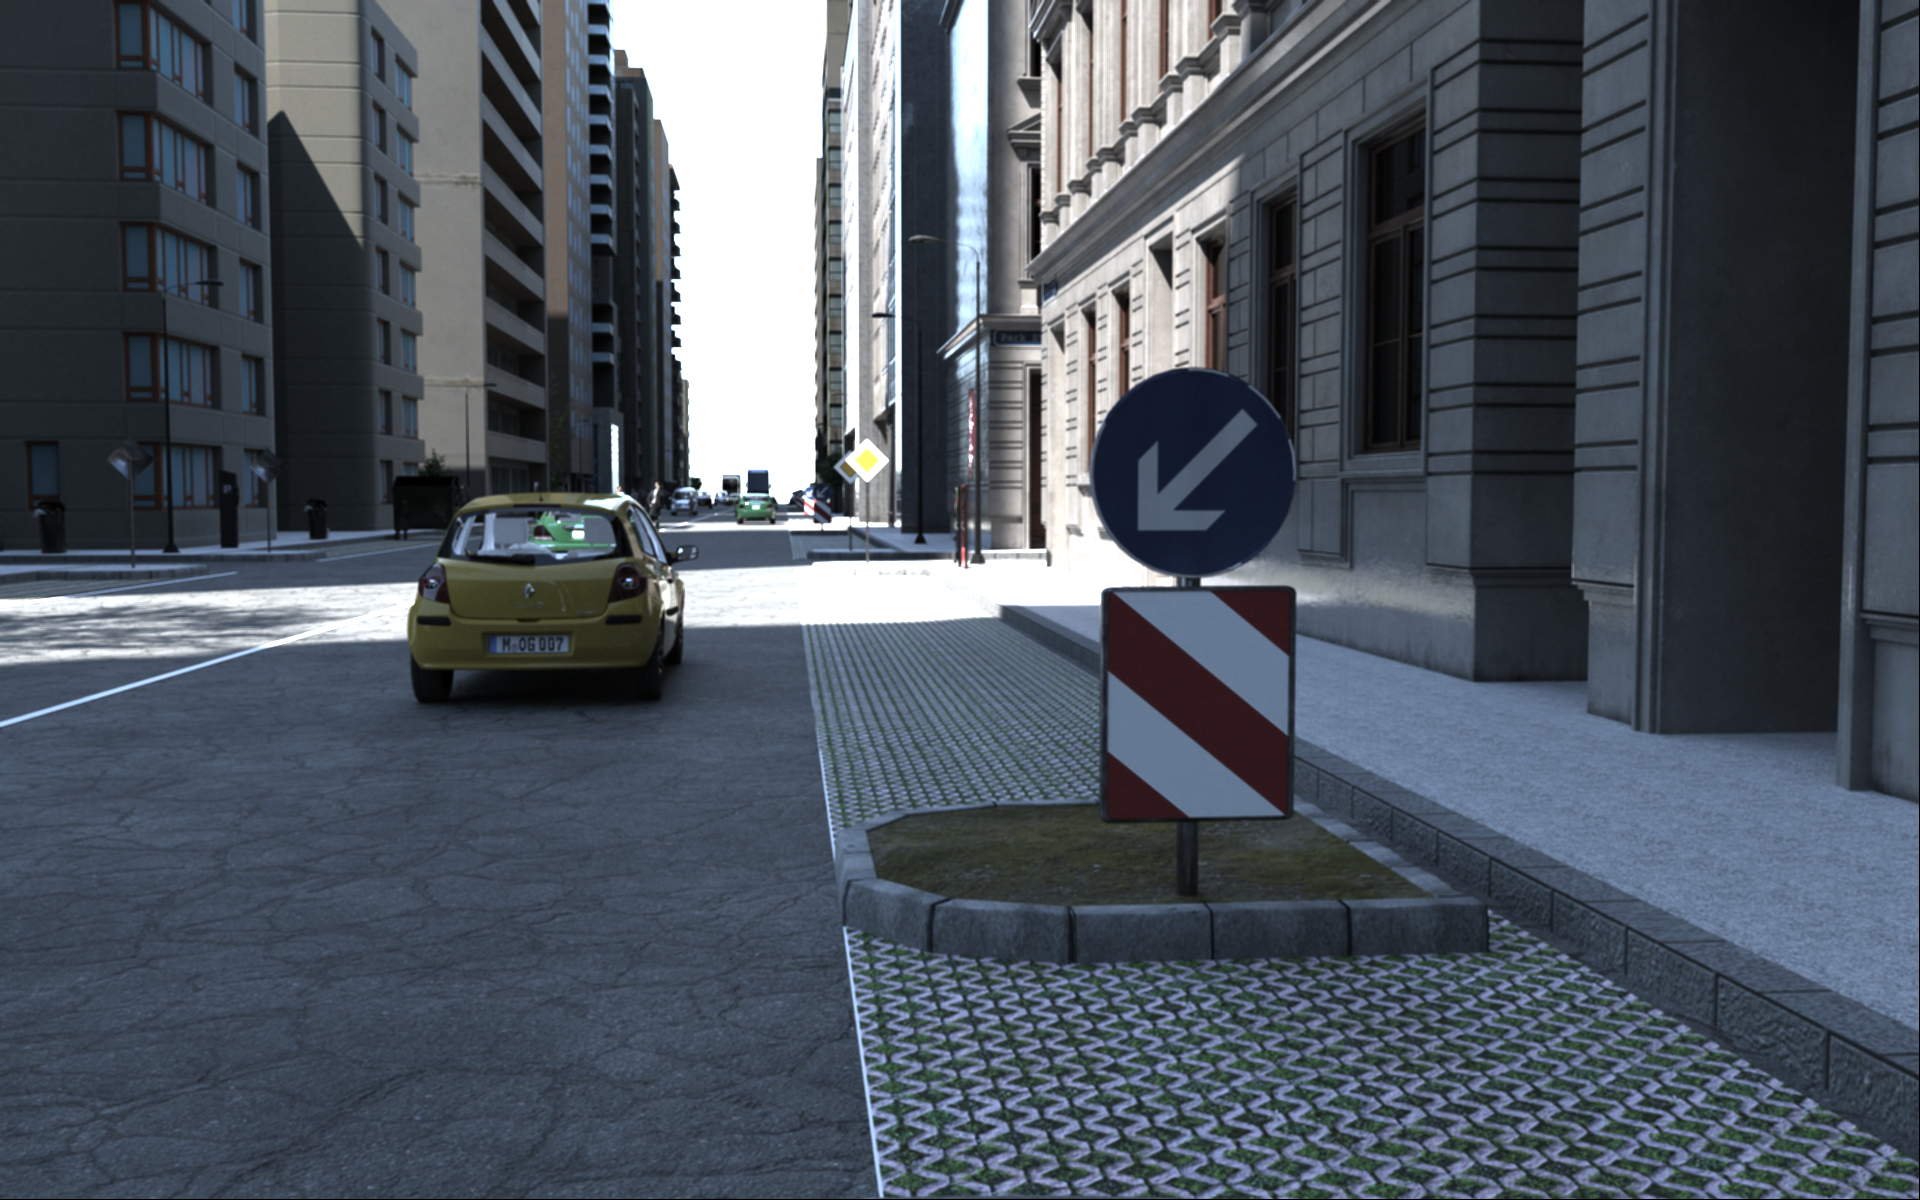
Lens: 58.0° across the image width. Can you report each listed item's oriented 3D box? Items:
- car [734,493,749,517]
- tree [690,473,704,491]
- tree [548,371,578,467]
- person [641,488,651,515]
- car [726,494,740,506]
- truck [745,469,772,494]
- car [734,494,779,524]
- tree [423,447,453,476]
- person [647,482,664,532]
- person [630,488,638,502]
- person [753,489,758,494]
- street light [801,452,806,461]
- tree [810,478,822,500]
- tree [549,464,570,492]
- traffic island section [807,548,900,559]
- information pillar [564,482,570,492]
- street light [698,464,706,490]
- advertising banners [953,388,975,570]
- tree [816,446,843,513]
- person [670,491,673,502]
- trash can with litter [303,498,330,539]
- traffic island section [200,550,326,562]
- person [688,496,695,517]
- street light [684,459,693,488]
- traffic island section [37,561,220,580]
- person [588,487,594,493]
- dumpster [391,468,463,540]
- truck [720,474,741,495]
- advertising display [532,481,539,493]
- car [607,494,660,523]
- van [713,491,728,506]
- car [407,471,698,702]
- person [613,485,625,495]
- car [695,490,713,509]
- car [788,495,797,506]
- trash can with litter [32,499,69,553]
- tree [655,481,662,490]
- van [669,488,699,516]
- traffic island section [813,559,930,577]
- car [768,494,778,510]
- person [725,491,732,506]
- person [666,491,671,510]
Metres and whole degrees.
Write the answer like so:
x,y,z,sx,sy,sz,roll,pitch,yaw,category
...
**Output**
x,y,z,sx,sy,sz,roll,pitch,yaw,category
-13.512,-6.161,110.956,2.015,1.641,3.980,0,4,-5,car
-41.641,-17.551,270.675,4.285,4.588,4.351,0,3,0,tree
-24.658,-9.237,101.387,4.737,8.622,4.395,0,3,0,tree
-21.154,-6.695,118.050,1.350,1.814,0.705,1,4,13,person
-27.082,-12.098,208.023,2.015,1.641,3.980,0,4,-6,car
-20.979,-11.581,179.107,2.967,4.110,18.799,0,4,-6,truck
-9.823,-4.389,83.565,2.131,1.459,4.920,0,4,-6,car
-22.049,-4.752,72.292,1.663,3.219,1.824,0,3,0,tree
-11.496,-3.526,65.509,0.648,1.900,0.474,-1,4,-14,person
-19.881,-5.925,105.477,0.635,1.810,0.391,2,4,28,person
-17.560,-8.574,148.641,1.348,1.831,0.705,-1,4,-16,person
-17.500,-14.055,202.342,1.470,5.913,1.316,0,4,-6,street light
-17.006,-12.824,204.277,1.663,3.219,1.824,0,3,0,tree
-25.941,-7.126,111.119,1.663,3.219,1.824,0,3,0,tree
-2.458,-1.041,39.307,2.009,0.180,2.903,0,4,-6,traffic island section
-24.751,-6.398,109.091,0.304,2.012,0.304,0,4,1,information pillar
-39.697,-17.964,266.244,1.470,5.913,1.316,0,4,-6,street light
0.075,-2.042,29.580,0.090,3.025,2.074,-1,4,-8,advertising banners
-8.019,-8.155,117.041,4.285,4.588,4.351,0,3,0,tree
-25.650,-8.886,154.574,1.217,1.735,0.721,3,5,40,person
-18.278,-2.315,49.233,0.624,1.170,1.055,-1,4,-13,trash can with litter
-15.185,-0.963,38.028,2.009,0.180,2.903,0,4,-6,traffic island section
-16.825,-5.865,108.667,0.640,1.303,0.475,2,4,34,person
-36.308,-15.852,231.728,1.470,5.913,1.316,0,4,-6,street light
-14.381,-0.477,30.083,2.009,0.180,2.903,0,4,-6,traffic island section
-17.814,-4.534,83.226,0.643,1.750,0.593,0,4,4,person
-16.624,-3.003,54.054,1.985,2.255,1.502,0,4,-4,dumpster
-32.306,-15.647,244.745,2.839,4.237,11.283,0,4,-5,truck
-21.853,-5.132,89.121,0.123,1.923,0.974,0,4,0,advertising display
-6.216,-1.083,29.509,2.131,1.459,4.920,0,4,-7,car
-30.144,-12.923,218.306,2.013,2.044,4.112,0,4,-4,van
-3.067,-0.195,13.406,2.015,1.641,3.980,0,4,-6,car
-15.863,-4.389,80.359,0.679,1.850,0.850,0,4,-7,person
-25.629,-9.987,171.960,2.281,1.827,5.304,0,4,-7,car
-20.461,-12.444,216.042,1.945,1.354,3.894,0,4,-7,car
-19.711,-1.601,37.564,0.624,1.170,1.055,-1,4,-21,trash can with litter
-33.264,-11.869,188.664,1.663,3.219,1.824,0,3,0,tree
-18.579,-6.710,116.727,2.013,2.044,4.112,0,4,-6,van
-1.654,-0.555,31.362,2.009,0.180,2.903,0,4,-6,traffic island section
-17.650,-8.981,158.838,2.014,1.417,4.499,0,4,-5,car
-28.289,-12.491,212.804,1.350,1.814,0.705,-3,5,-40,person
-25.569,-8.738,152.162,0.445,1.727,0.742,0,4,0,person
